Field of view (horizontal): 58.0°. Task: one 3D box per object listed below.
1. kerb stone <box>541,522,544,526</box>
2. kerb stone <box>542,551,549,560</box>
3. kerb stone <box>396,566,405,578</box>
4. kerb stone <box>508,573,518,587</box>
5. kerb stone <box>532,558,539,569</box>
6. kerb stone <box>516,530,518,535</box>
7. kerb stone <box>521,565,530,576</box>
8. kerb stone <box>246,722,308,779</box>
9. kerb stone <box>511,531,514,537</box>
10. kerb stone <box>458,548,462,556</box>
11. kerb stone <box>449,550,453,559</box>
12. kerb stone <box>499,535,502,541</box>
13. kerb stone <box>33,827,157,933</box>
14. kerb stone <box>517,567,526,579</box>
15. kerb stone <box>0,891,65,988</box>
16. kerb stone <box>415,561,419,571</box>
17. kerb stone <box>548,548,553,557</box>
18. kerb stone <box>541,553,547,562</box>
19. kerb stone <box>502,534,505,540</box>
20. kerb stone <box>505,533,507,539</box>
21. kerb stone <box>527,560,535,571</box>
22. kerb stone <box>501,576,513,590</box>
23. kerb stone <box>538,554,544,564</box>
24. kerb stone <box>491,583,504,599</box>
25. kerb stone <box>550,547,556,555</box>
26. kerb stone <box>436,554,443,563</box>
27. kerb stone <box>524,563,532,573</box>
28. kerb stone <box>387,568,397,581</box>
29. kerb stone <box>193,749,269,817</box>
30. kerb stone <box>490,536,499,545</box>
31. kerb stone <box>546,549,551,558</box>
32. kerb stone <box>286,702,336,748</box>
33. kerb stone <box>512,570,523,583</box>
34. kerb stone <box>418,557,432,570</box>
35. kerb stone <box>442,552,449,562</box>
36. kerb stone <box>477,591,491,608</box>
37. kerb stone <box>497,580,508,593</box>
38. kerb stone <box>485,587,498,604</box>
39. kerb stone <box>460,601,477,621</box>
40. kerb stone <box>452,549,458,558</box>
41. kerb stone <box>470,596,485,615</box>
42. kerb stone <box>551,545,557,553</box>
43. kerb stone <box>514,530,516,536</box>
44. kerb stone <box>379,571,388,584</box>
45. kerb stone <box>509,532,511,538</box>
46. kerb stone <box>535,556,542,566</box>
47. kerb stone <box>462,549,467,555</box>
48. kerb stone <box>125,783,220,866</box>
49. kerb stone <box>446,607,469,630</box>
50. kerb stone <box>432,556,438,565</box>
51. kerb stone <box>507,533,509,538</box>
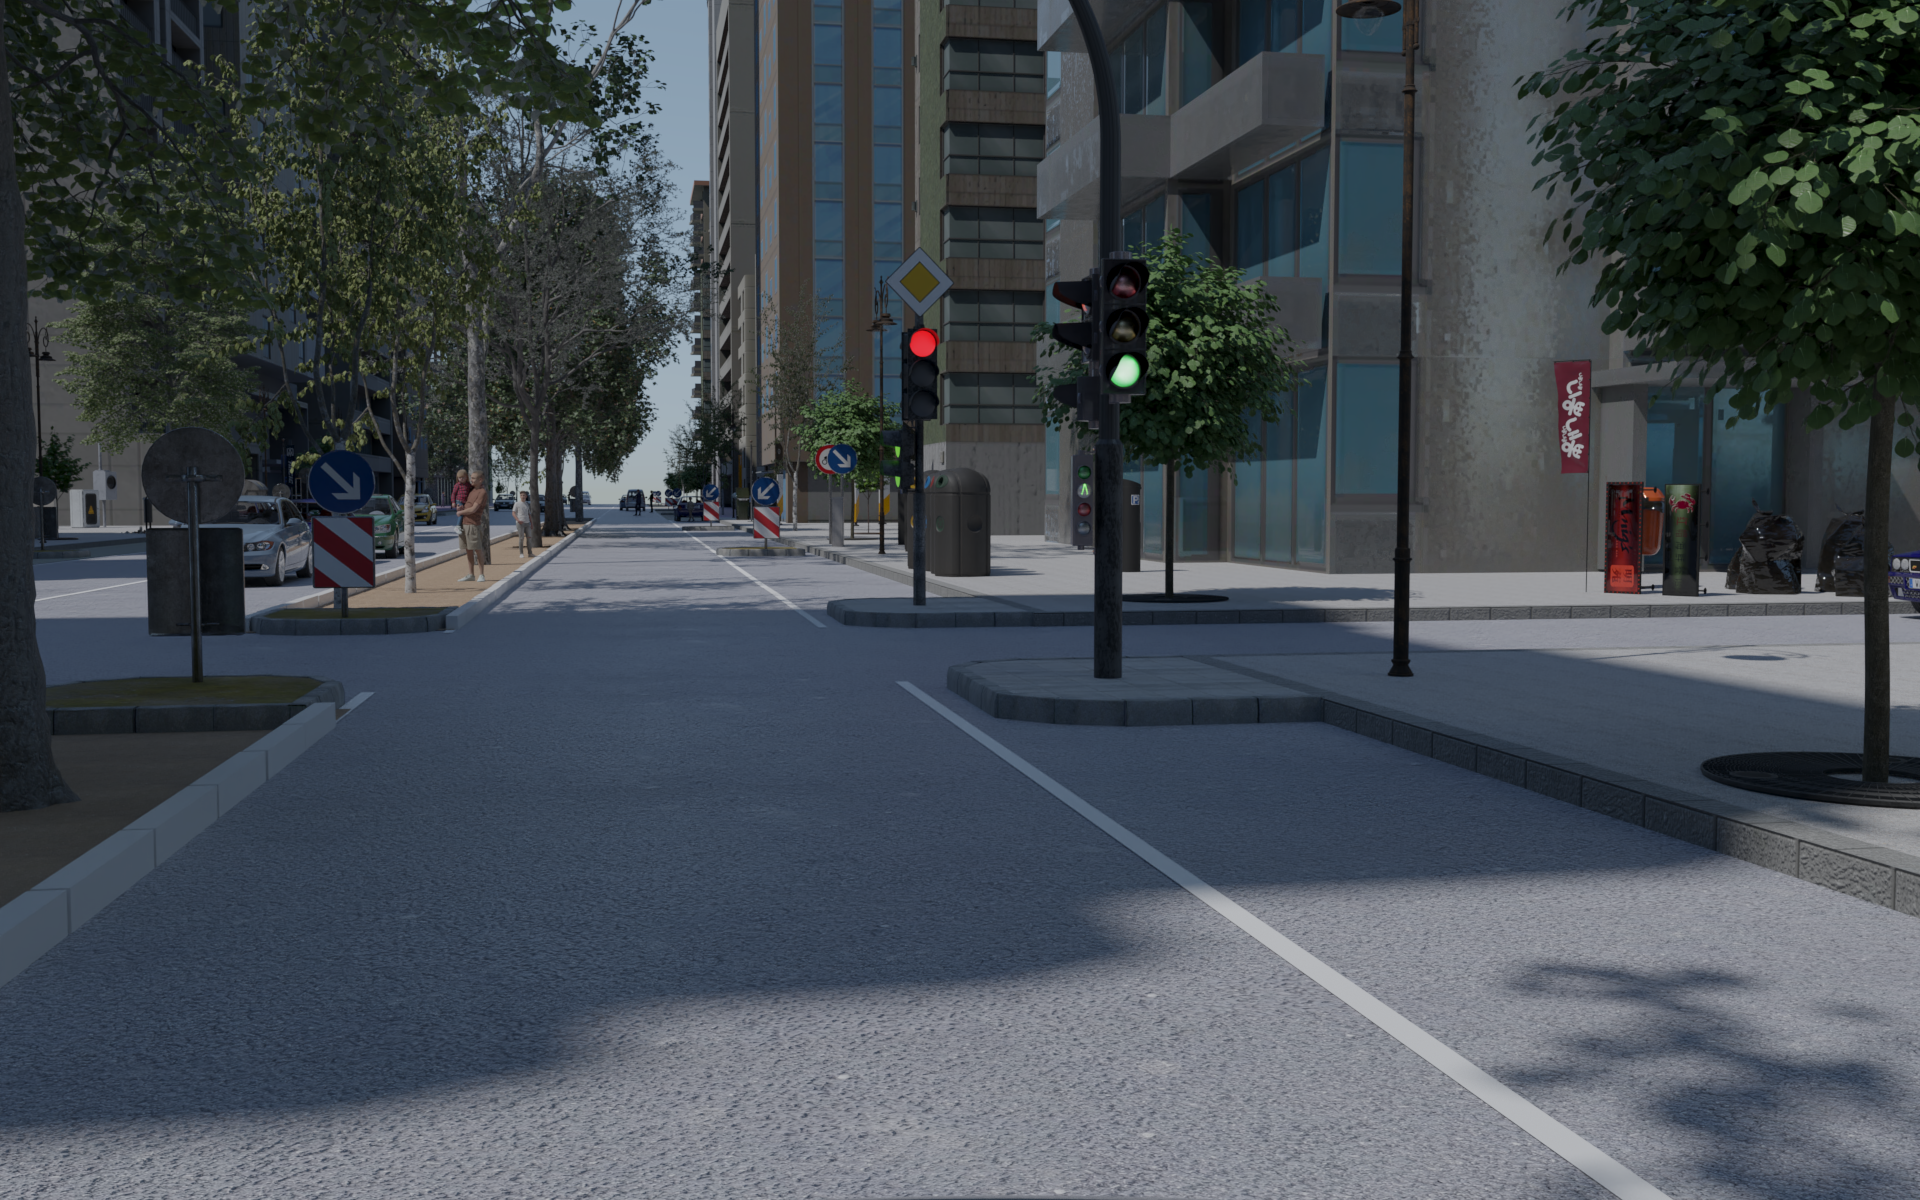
[{"bbox_3d":[-19.361,-3.584,80.801,0.120,0.150,1.000,-1,4,-11],"label":"kerb stone"},{"bbox_3d":[-8.875,-0.893,36.844,0.120,0.150,1.000,-1,4,-11],"label":"kerb stone"},{"bbox_3d":[-9.625,-0.444,29.481,0.120,0.150,1.000,-1,4,-11],"label":"kerb stone"},{"bbox_3d":[-6.968,-0.280,26.770,0.120,0.150,1.000,-1,4,-11],"label":"kerb stone"},{"bbox_3d":[-8.119,-0.649,32.813,0.120,0.150,1.000,-1,4,-11],"label":"kerb stone"},{"bbox_3d":[-15.163,-2.227,58.658,0.120,0.150,1.000,-1,4,-11],"label":"kerb stone"},{"bbox_3d":[-7.542,-0.459,29.799,0.120,0.150,1.000,-1,4,-11],"label":"kerb stone"},{"bbox_3d":[-3.619,0.798,9.160,0.120,0.150,1.000,-1,4,-11],"label":"kerb stone"},{"bbox_3d":[-14.777,-2.107,56.650,0.120,0.150,1.000,-1,4,-11],"label":"kerb stone"},{"bbox_3d":[-11.537,-1.061,39.544,0.120,0.150,1.000,-1,4,-11],"label":"kerb stone"},{"bbox_3d":[-11.150,-0.935,37.530,0.120,0.150,1.000,-1,4,-11],"label":"kerb stone"},{"bbox_3d":[-13.821,-1.799,51.614,0.120,0.150,1.000,-1,4,-11],"label":"kerb stone"},{"bbox_3d":[-3.050,0.983,6.124,0.120,0.150,1.000,-1,4,-11],"label":"kerb stone"},{"bbox_3d":[-7.351,-0.403,28.785,0.120,0.150,1.000,-1,4,-11],"label":"kerb stone"},{"bbox_3d":[-2.862,1.045,5.116,0.120,0.150,1.000,-1,4,-11],"label":"kerb stone"},{"bbox_3d":[-9.998,-0.569,31.491,0.120,0.150,1.000,-1,4,-11],"label":"kerb stone"},{"bbox_3d":[-9.264,-1.017,38.856,0.120,0.150,1.000,-1,4,-11],"label":"kerb stone"},{"bbox_3d":[-8.691,-0.832,35.839,0.120,0.150,1.000,-1,4,-11],"label":"kerb stone"},{"bbox_3d":[-14.012,-1.861,52.618,0.120,0.150,1.000,-1,4,-11],"label":"kerb stone"},{"bbox_3d":[-14.200,-1.916,53.623,0.120,0.150,1.000,-1,4,-11],"label":"kerb stone"},{"bbox_3d":[-7.933,-0.587,31.805,0.120,0.150,1.000,-1,4,-11],"label":"kerb stone"},{"bbox_3d":[-6.777,-0.218,25.759,0.120,0.150,1.000,-1,4,-11],"label":"kerb stone"},{"bbox_3d":[-8.500,-0.773,34.829,0.120,0.150,1.000,-1,4,-11],"label":"kerb stone"},{"bbox_3d":[-6.387,-0.095,23.752,0.120,0.150,1.000,-1,4,-11],"label":"kerb stone"},{"bbox_3d":[-9.449,-1.081,39.872,0.120,0.150,1.000,-1,4,-11],"label":"kerb stone"},{"bbox_3d":[-10.766,-0.814,35.518,0.120,0.150,1.000,-1,4,-11],"label":"kerb stone"},{"bbox_3d":[-7.741,-0.526,30.801,0.120,0.150,1.000,-1,4,-11],"label":"kerb stone"},{"bbox_3d":[-9.423,-0.384,28.469,0.120,0.150,1.000,-1,4,-11],"label":"kerb stone"},{"bbox_3d":[-3.431,0.860,8.142,0.120,0.150,1.000,-1,4,-11],"label":"kerb stone"},{"bbox_3d":[-13.632,-1.738,50.610,0.120,0.150,1.000,-1,4,-11],"label":"kerb stone"},{"bbox_3d":[-9.073,-0.958,37.852,0.120,0.150,1.000,-1,4,-11],"label":"kerb stone"},{"bbox_3d":[-3.812,0.736,10.164,0.120,0.150,1.000,-1,4,-11],"label":"kerb stone"},{"bbox_3d":[-7.150,-0.342,27.782,0.120,0.150,1.000,-1,4,-11],"label":"kerb stone"},{"bbox_3d":[-10.382,-0.691,33.500,0.120,0.150,1.000,-1,4,-11],"label":"kerb stone"},{"bbox_3d":[-10.952,-0.876,36.523,0.120,0.150,1.000,-1,4,-11],"label":"kerb stone"},{"bbox_3d":[-6.016,0.028,21.733,0.120,0.150,1.000,-1,4,-11],"label":"kerb stone"},{"bbox_3d":[-6.589,-0.156,24.754,0.120,0.150,1.000,-1,4,-11],"label":"kerb stone"},{"bbox_3d":[-6.204,-0.034,22.747,0.120,0.150,1.000,-1,4,-11],"label":"kerb stone"},{"bbox_3d":[-5.632,0.151,19.726,0.120,0.150,1.000,-1,4,-11],"label":"kerb stone"},{"bbox_3d":[-11.339,-0.997,38.542,0.120,0.150,1.000,-1,4,-11],"label":"kerb stone"},{"bbox_3d":[-5.822,0.093,20.730,0.120,0.150,1.000,-1,4,-11],"label":"kerb stone"},{"bbox_3d":[-9.648,-1.142,40.876,0.120,0.150,1.000,-1,4,-11],"label":"kerb stone"},{"bbox_3d":[-14.963,-2.169,57.655,0.120,0.150,1.000,-1,4,-11],"label":"kerb stone"},{"bbox_3d":[-9.240,-0.321,27.464,0.120,0.150,1.000,-1,4,-11],"label":"kerb stone"},{"bbox_3d":[-14.590,-2.041,55.641,0.120,0.150,1.000,-1,4,-11],"label":"kerb stone"},{"bbox_3d":[-8.309,-0.711,33.818,0.120,0.150,1.000,-1,4,-11],"label":"kerb stone"},{"bbox_3d":[-11.721,-1.121,40.555,0.120,0.150,1.000,-1,4,-11],"label":"kerb stone"},{"bbox_3d":[-3.239,0.921,7.129,0.120,0.150,1.000,-1,4,-11],"label":"kerb stone"},{"bbox_3d":[-5.443,0.212,18.722,0.120,0.150,1.000,-1,4,-11],"label":"kerb stone"},{"bbox_3d":[-10.577,-0.752,34.504,0.120,0.150,1.000,-1,4,-11],"label":"kerb stone"},{"bbox_3d":[-14.392,-1.984,54.627,0.120,0.150,1.000,-1,4,-11],"label":"kerb stone"}]
